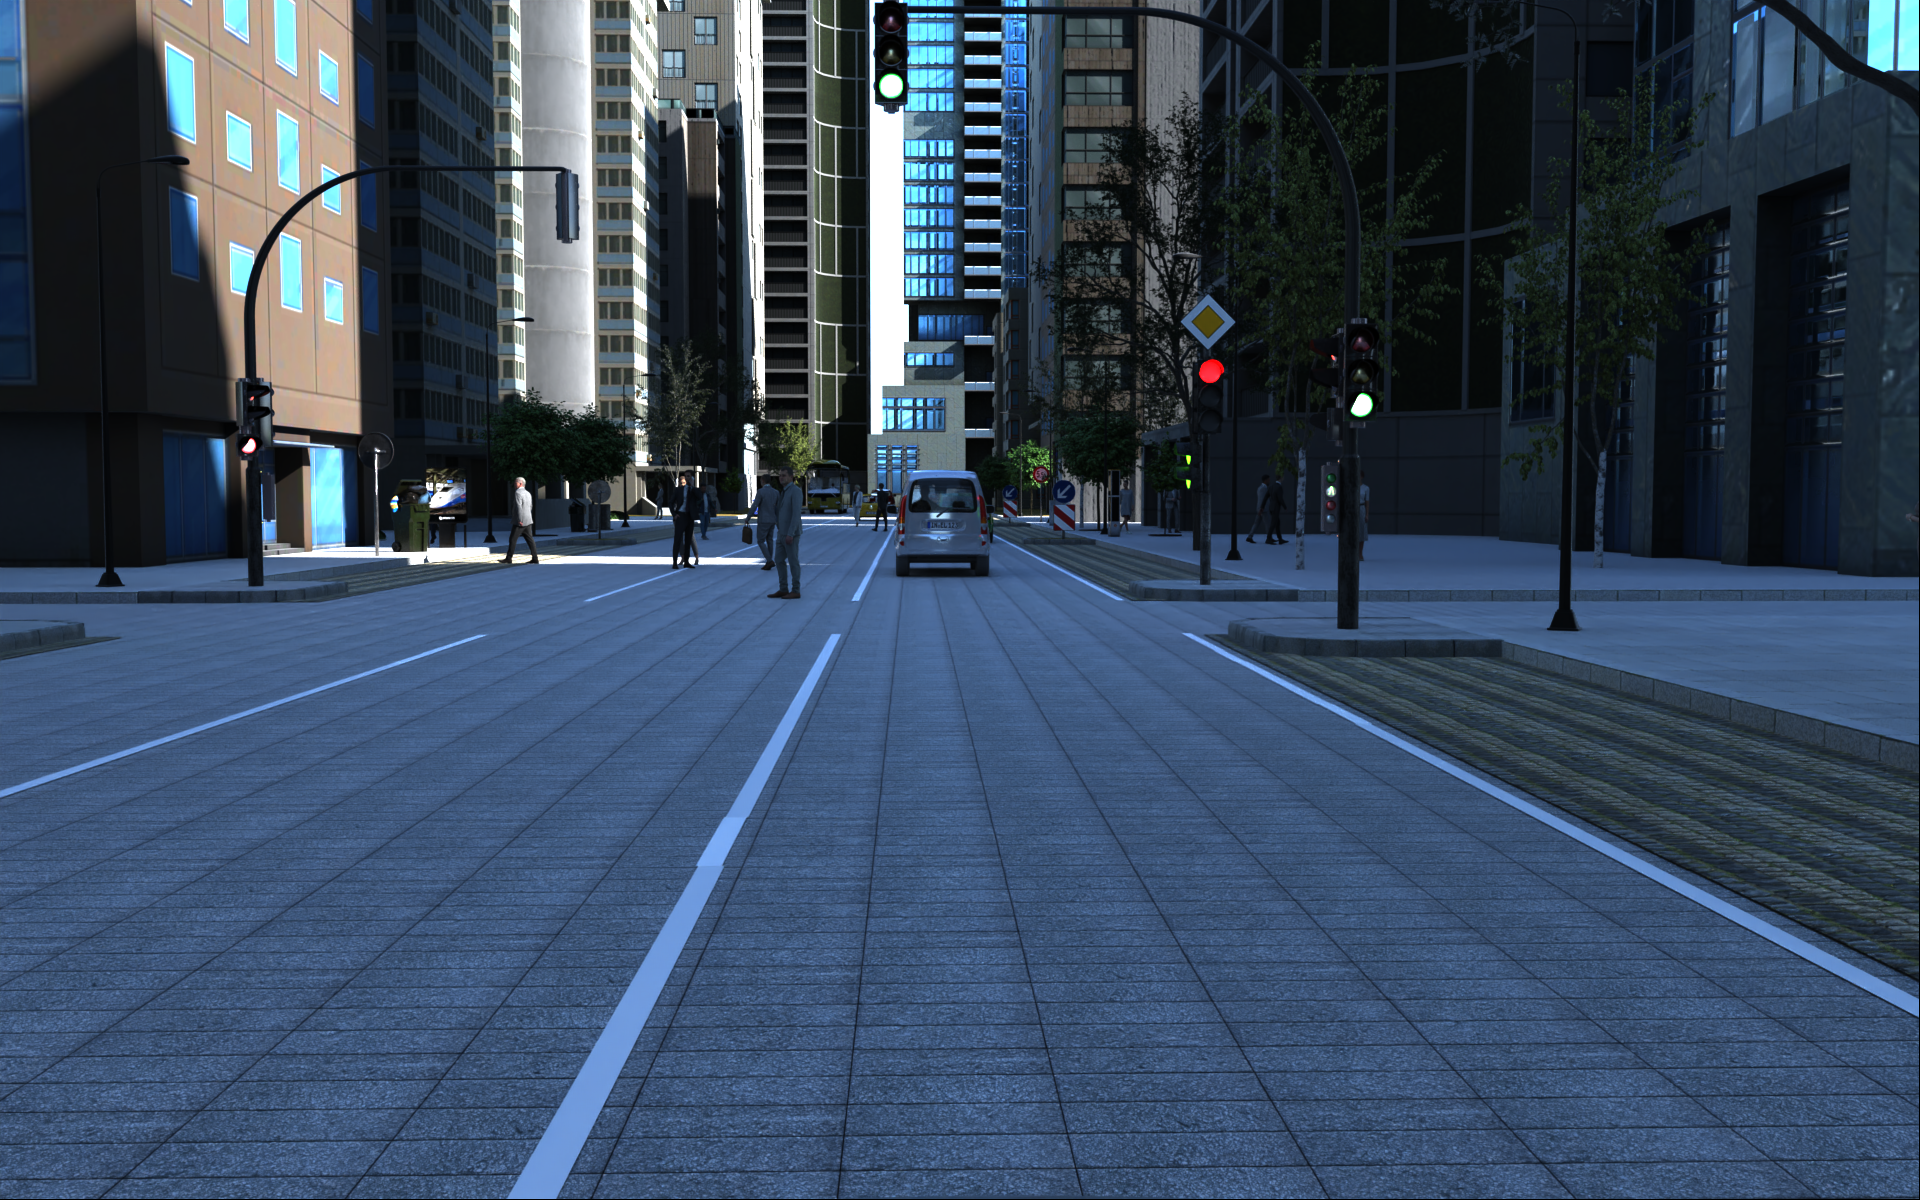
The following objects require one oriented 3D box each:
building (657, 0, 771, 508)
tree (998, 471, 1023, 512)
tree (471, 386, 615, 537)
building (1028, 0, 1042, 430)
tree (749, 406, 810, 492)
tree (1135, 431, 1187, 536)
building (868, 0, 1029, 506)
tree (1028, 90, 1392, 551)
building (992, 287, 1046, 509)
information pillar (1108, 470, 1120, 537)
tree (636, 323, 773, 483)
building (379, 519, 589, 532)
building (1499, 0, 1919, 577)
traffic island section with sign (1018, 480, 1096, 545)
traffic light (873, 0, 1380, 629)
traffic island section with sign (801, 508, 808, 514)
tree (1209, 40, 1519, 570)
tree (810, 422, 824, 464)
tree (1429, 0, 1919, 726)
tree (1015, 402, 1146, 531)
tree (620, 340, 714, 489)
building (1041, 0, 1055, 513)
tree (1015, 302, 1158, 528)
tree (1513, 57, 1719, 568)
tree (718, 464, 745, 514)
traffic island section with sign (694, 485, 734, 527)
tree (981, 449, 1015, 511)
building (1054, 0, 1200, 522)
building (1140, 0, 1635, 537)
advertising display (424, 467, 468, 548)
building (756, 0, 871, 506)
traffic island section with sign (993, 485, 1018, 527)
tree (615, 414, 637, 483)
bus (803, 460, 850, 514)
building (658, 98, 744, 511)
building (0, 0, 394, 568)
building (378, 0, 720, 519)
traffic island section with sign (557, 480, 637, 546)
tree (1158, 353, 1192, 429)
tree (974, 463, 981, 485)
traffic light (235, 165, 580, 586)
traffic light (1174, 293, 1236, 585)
[{"bbox_3d":[-31.999,-34.768,157.695,27.495,52.752,28.713,0,4,-2],"label":"building"},{"bbox_3d":[3.517,-7.981,125.096,1.663,3.219,1.824,0,3,0],"label":"tree"},{"bbox_3d":[-13.109,-4.225,52.795,4.285,4.588,4.351,0,3,0],"label":"tree"},{"bbox_3d":[19.430,-33.126,130.850,28.713,52.752,27.495,0,4,-2],"label":"building"},{"bbox_3d":[-15.274,-11.700,141.653,4.737,8.622,4.395,0,3,0],"label":"tree"},{"bbox_3d":[6.284,-3.550,52.646,1.663,3.219,1.824,0,3,0],"label":"tree"},{"bbox_3d":[5.290,-53.950,194.747,31.000,86.520,22.319,0,4,-2],"label":"building"},{"bbox_3d":[5.525,-6.423,39.434,8.767,10.594,7.601,1,4,11],"label":"tree"},{"bbox_3d":[17.475,-19.258,159.905,27.650,21.520,28.899,0,4,-2],"label":"building"},{"bbox_3d":[4.635,-2.911,52.094,0.304,2.012,0.304,-1,4,-12],"label":"information pillar"},{"bbox_3d":[-13.704,-9.748,93.786,8.767,10.594,7.601,2,4,24],"label":"tree"},{"bbox_3d":[-31.335,-22.831,65.164,32.217,40.220,23.993,0,4,-2],"label":"building"},{"bbox_3d":[29.272,-44.220,35.667,31.000,86.520,22.319,0,4,-2],"label":"building"},{"bbox_3d":[2.802,-2.505,49.588,1.989,1.847,2.006,0,4,-2],"label":"traffic island section with sign"},{"bbox_3d":[1.585,-2.542,16.235,4.771,5.953,1.251,0,4,-2],"label":"traffic light"},{"bbox_3d":[-12.318,-7.193,126.237,1.989,1.847,2.006,0,4,-2],"label":"traffic island section with sign"},{"bbox_3d":[5.996,-4.828,29.292,4.737,8.622,4.395,0,3,0],"label":"tree"},{"bbox_3d":[-15.563,-13.020,163.235,4.737,8.622,4.395,0,3,0],"label":"tree"},{"bbox_3d":[5.760,-6.031,8.984,12.009,13.543,11.850,0,3,0],"label":"tree"},{"bbox_3d":[4.942,-4.709,60.702,4.285,4.588,4.351,0,3,0],"label":"tree"},{"bbox_3d":[-13.742,-8.084,82.539,4.360,8.622,3.978,0,3,0],"label":"tree"},{"bbox_3d":[12.583,-28.120,109.880,14.600,45.320,14.200,0,4,-2],"label":"building"},{"bbox_3d":[4.500,-7.076,66.050,4.360,8.622,3.978,0,3,0],"label":"tree"},{"bbox_3d":[11.129,-4.878,30.112,4.737,8.622,4.395,0,3,0],"label":"tree"},{"bbox_3d":[-14.411,-7.093,110.566,1.663,3.219,1.824,0,3,0],"label":"tree"},{"bbox_3d":[-10.936,-4.103,75.718,1.989,1.847,2.006,0,4,-2],"label":"traffic island section with sign"},{"bbox_3d":[4.096,-7.209,101.577,4.285,4.588,4.351,0,3,0],"label":"tree"},{"bbox_3d":[11.444,-19.122,84.338,14.160,30.474,14.107,0,4,-2],"label":"building"},{"bbox_3d":[17.809,-37.902,57.949,20.563,71.187,20.611,0,4,-2],"label":"building"},{"bbox_3d":[-12.211,-2.200,41.178,0.974,1.923,0.123,-1,4,-21],"label":"advertising display"},{"bbox_3d":[-20.465,-46.163,193.009,20.611,71.187,20.563,0,4,-2],"label":"building"},{"bbox_3d":[2.061,-4.153,76.533,1.989,1.847,2.006,0,4,-2],"label":"traffic island section with sign"},{"bbox_3d":[-13.165,-4.762,61.581,4.285,4.588,4.351,0,3,0],"label":"tree"},{"bbox_3d":[-9.688,-8.341,127.929,2.896,3.916,12.252,0,4,-1],"label":"bus"},{"bbox_3d":[-23.996,-21.906,129.861,14.160,30.474,14.107,0,4,-2],"label":"building"},{"bbox_3d":[-21.044,-23.566,35.421,14.600,45.320,14.200,0,4,-2],"label":"building"},{"bbox_3d":[-32.360,-25.592,110.313,32.217,40.220,23.993,0,4,-2],"label":"building"},{"bbox_3d":[-10.181,-2.455,48.773,1.989,1.847,2.006,0,4,-2],"label":"traffic island section with sign"},{"bbox_3d":[8.383,-7.493,72.878,4.360,8.622,3.978,0,3,0],"label":"tree"},{"bbox_3d":[2.742,-8.939,129.860,4.285,4.588,4.351,0,3,0],"label":"tree"},{"bbox_3d":[-7.713,-3.025,24.129,4.771,5.953,1.251,0,4,-2],"label":"traffic light"},{"bbox_3d":[3.454,-2.171,24.416,0.839,4.253,0.868,0,4,-2],"label":"traffic light"}]
